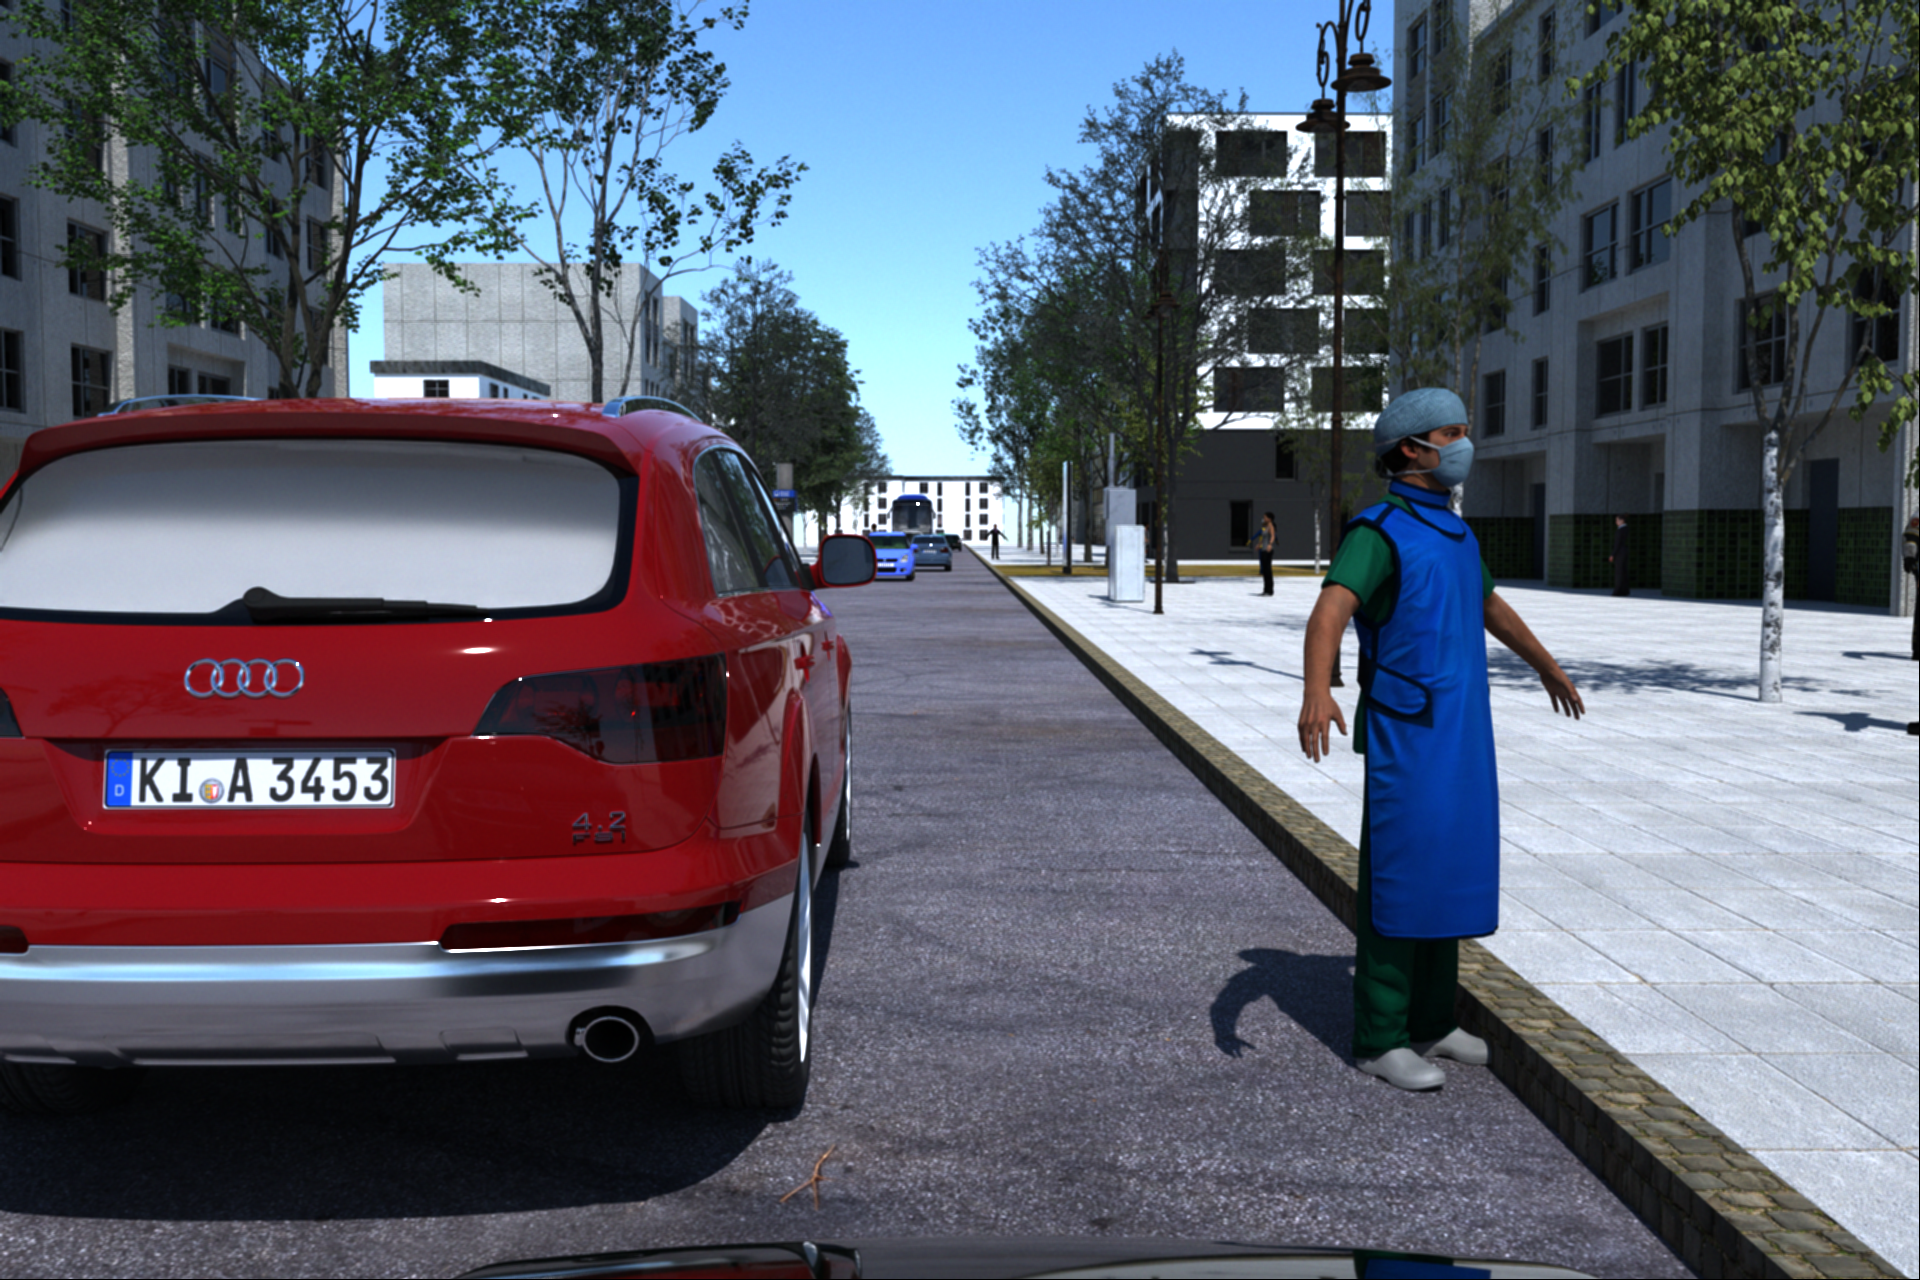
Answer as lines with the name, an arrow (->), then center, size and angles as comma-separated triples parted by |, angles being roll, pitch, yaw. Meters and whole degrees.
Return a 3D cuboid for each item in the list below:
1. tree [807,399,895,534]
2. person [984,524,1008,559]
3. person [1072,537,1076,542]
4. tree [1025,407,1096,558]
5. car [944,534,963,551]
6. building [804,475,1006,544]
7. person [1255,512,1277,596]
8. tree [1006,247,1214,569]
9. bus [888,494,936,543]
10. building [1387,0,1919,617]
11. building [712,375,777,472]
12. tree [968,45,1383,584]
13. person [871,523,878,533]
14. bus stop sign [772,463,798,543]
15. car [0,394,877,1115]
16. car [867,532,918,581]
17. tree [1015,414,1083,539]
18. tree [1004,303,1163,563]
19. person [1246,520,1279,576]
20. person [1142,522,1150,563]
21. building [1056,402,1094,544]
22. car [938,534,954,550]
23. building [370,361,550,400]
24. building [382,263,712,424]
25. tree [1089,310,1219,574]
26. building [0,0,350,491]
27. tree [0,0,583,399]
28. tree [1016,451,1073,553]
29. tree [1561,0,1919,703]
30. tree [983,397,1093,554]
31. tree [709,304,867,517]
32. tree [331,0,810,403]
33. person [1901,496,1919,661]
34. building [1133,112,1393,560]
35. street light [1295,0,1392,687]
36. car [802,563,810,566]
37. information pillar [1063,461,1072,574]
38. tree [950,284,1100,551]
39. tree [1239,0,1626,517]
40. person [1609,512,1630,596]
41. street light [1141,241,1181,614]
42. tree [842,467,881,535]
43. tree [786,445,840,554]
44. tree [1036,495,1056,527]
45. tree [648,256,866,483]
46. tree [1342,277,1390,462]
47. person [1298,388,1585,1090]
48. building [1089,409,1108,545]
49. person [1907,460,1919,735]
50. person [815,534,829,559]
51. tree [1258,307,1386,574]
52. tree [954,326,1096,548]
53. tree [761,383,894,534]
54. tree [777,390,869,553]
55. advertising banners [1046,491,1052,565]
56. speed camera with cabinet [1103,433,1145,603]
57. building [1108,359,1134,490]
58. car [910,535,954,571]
tree -> -10.431, -14.409, 145.961 | 12.009, 13.543, 11.850 | 0, 3, 0
person -> 1.807, -5.008, 88.100 | 1.346, 1.802, 0.704 | -1, 4, -22
person -> 5.375, -4.900, 86.301 | 0.705, 1.806, 1.347 | -1, 4, -21
tree -> 5.361, -8.824, 94.640 | 4.737, 8.622, 4.395 | 0, 3, 0
car -> -0.720, -8.302, 145.519 | 2.009, 1.686, 4.222 | 0, 4, 0
building -> -7.742, -18.506, 247.169 | 28.070, 9.664, 9.099 | 0, 4, 6
person -> 6.286, -1.774, 35.822 | 0.721, 1.737, 1.217 | 0, 4, -2
tree -> 5.497, -8.399, 63.074 | 9.928, 11.665, 9.643 | 0, 3, 0
bus -> -2.936, -7.283, 110.619 | 2.896, 3.916, 12.251 | 0, 3, 0
building -> 22.785, -10.734, 41.955 | 16.747, 18.905, 31.486 | 0, 4, 0
building -> -26.131, -21.428, 206.765 | 16.016, 20.090, 11.380 | 0, 4, -1
tree -> 5.417, -8.221, 44.778 | 12.009, 13.543, 11.850 | 0, 3, 0
person -> -2.947, -3.080, 59.086 | 0.705, 1.796, 1.348 | 3, 5, 43
bus stop sign -> -6.539, -4.633, 64.766 | 0.837, 3.901, 0.837 | 0, 4, 1
car -> -1.431, 0.173, 5.839 | 2.281, 1.827, 5.304 | 0, 4, -2
car -> -2.261, -2.704, 53.794 | 1.945, 1.707, 3.694 | 0, 4, 0
tree -> 5.820, -9.221, 101.132 | 4.360, 8.622, 3.978 | 0, 3, 0
tree -> 5.538, -9.229, 76.646 | 9.928, 11.665, 9.643 | 0, 3, 0
person -> 9.325, -2.864, 53.285 | 1.216, 1.772, 0.721 | -2, 4, -27
person -> 8.245, -4.313, 76.664 | 0.704, 1.843, 1.345 | 1, 4, 11
building -> 22.296, -23.994, 223.224 | 19.493, 23.208, 18.063 | 0, 4, -1
car -> -1.415, -9.065, 157.001 | 1.959, 1.807, 4.718 | 0, 4, -1
building -> -27.673, -9.528, 97.934 | 9.099, 9.664, 28.070 | 0, 3, 0
building -> -29.113, -16.051, 128.889 | 16.747, 18.905, 31.486 | 0, 4, 0
tree -> 6.410, -6.432, 55.531 | 4.737, 8.622, 4.395 | 0, 3, 0
building -> -28.835, -10.784, 42.779 | 16.747, 18.905, 31.486 | 0, 4, -1
tree -> -9.323, -6.028, 24.314 | 9.928, 11.665, 9.643 | 0, 3, 0
tree -> 5.996, -10.202, 117.170 | 4.737, 8.622, 4.395 | 0, 3, 0
tree -> 6.189, -3.813, 12.706 | 4.737, 8.622, 4.395 | 0, 3, 0
tree -> 4.907, -10.725, 109.766 | 7.601, 10.594, 8.767 | 0, 4, 6
tree -> -9.726, -11.658, 97.256 | 9.857, 13.997, 8.962 | 0, 3, 0
tree -> -10.475, -11.641, 46.212 | 12.611, 20.169, 13.585 | 0, 3, 0
person -> 9.854, -0.718, 17.508 | 1.351, 1.858, 0.704 | -2, 4, -34
building -> 23.744, -15.703, 100.714 | 27.936, 21.610, 32.646 | 0, 4, -1
street light -> 3.148, -2.546, 14.422 | 0.468, 5.910, 1.993 | 0, 4, 0
car -> -3.028, -0.864, 23.911 | 2.009, 1.686, 4.222 | 0, 3, 0
information pillar -> 3.486, -3.973, 56.269 | 0.184, 3.620, 1.656 | 0, 4, -1
tree -> 5.105, -16.776, 130.170 | 12.611, 20.169, 13.585 | 0, 3, 0
tree -> 6.042, -4.284, 20.410 | 4.360, 8.622, 3.978 | 0, 3, 0
person -> 13.619, -1.772, 35.811 | 0.445, 1.727, 0.742 | 1, 4, 12
street light -> 3.191, -3.357, 27.675 | 0.468, 5.910, 1.993 | 0, 3, 0
tree -> -9.733, -12.702, 158.043 | 4.360, 8.622, 3.978 | 0, 3, 0
tree -> -9.803, -9.837, 111.202 | 4.737, 8.622, 4.395 | 0, 3, 0
tree -> 15.752, -20.767, 246.194 | 9.857, 13.997, 8.962 | 0, 3, 0
tree -> -9.306, -10.164, 76.552 | 12.009, 13.543, 11.850 | 0, 3, 0
tree -> 17.580, -8.386, 62.862 | 9.928, 11.665, 9.643 | 0, 3, 0
person -> 1.249, 0.244, 4.600 | 1.347, 1.817, 0.704 | -3, 5, -45
building -> 25.540, -22.869, 204.831 | 19.493, 23.208, 18.063 | 0, 4, 0
person -> 6.280, -0.322, 11.101 | 0.704, 1.849, 1.345 | 2, 4, 29
person -> -3.635, -2.121, 46.404 | 0.599, 1.433, 0.991 | -2, 4, -28
tree -> 11.582, -6.455, 55.901 | 4.360, 8.622, 3.978 | 0, 3, 0
tree -> 5.899, -18.350, 155.907 | 12.611, 20.169, 13.585 | 0, 3, 0
tree -> -10.281, -13.582, 132.440 | 12.009, 13.543, 11.850 | 0, 3, 0
tree -> -9.809, -11.915, 120.563 | 9.928, 11.665, 9.643 | 0, 3, 0
advertising banners -> 3.691, -4.610, 71.556 | 0.090, 3.025, 2.074 | 0, 4, -1
speed camera with cabinet -> 3.169, -2.383, 33.305 | 0.660, 3.252, 2.038 | 0, 4, -1
building -> 24.695, -18.939, 176.113 | 16.747, 18.905, 31.486 | 0, 3, 0
car -> -1.213, -3.407, 67.706 | 2.014, 1.417, 4.499 | 0, 4, -1
